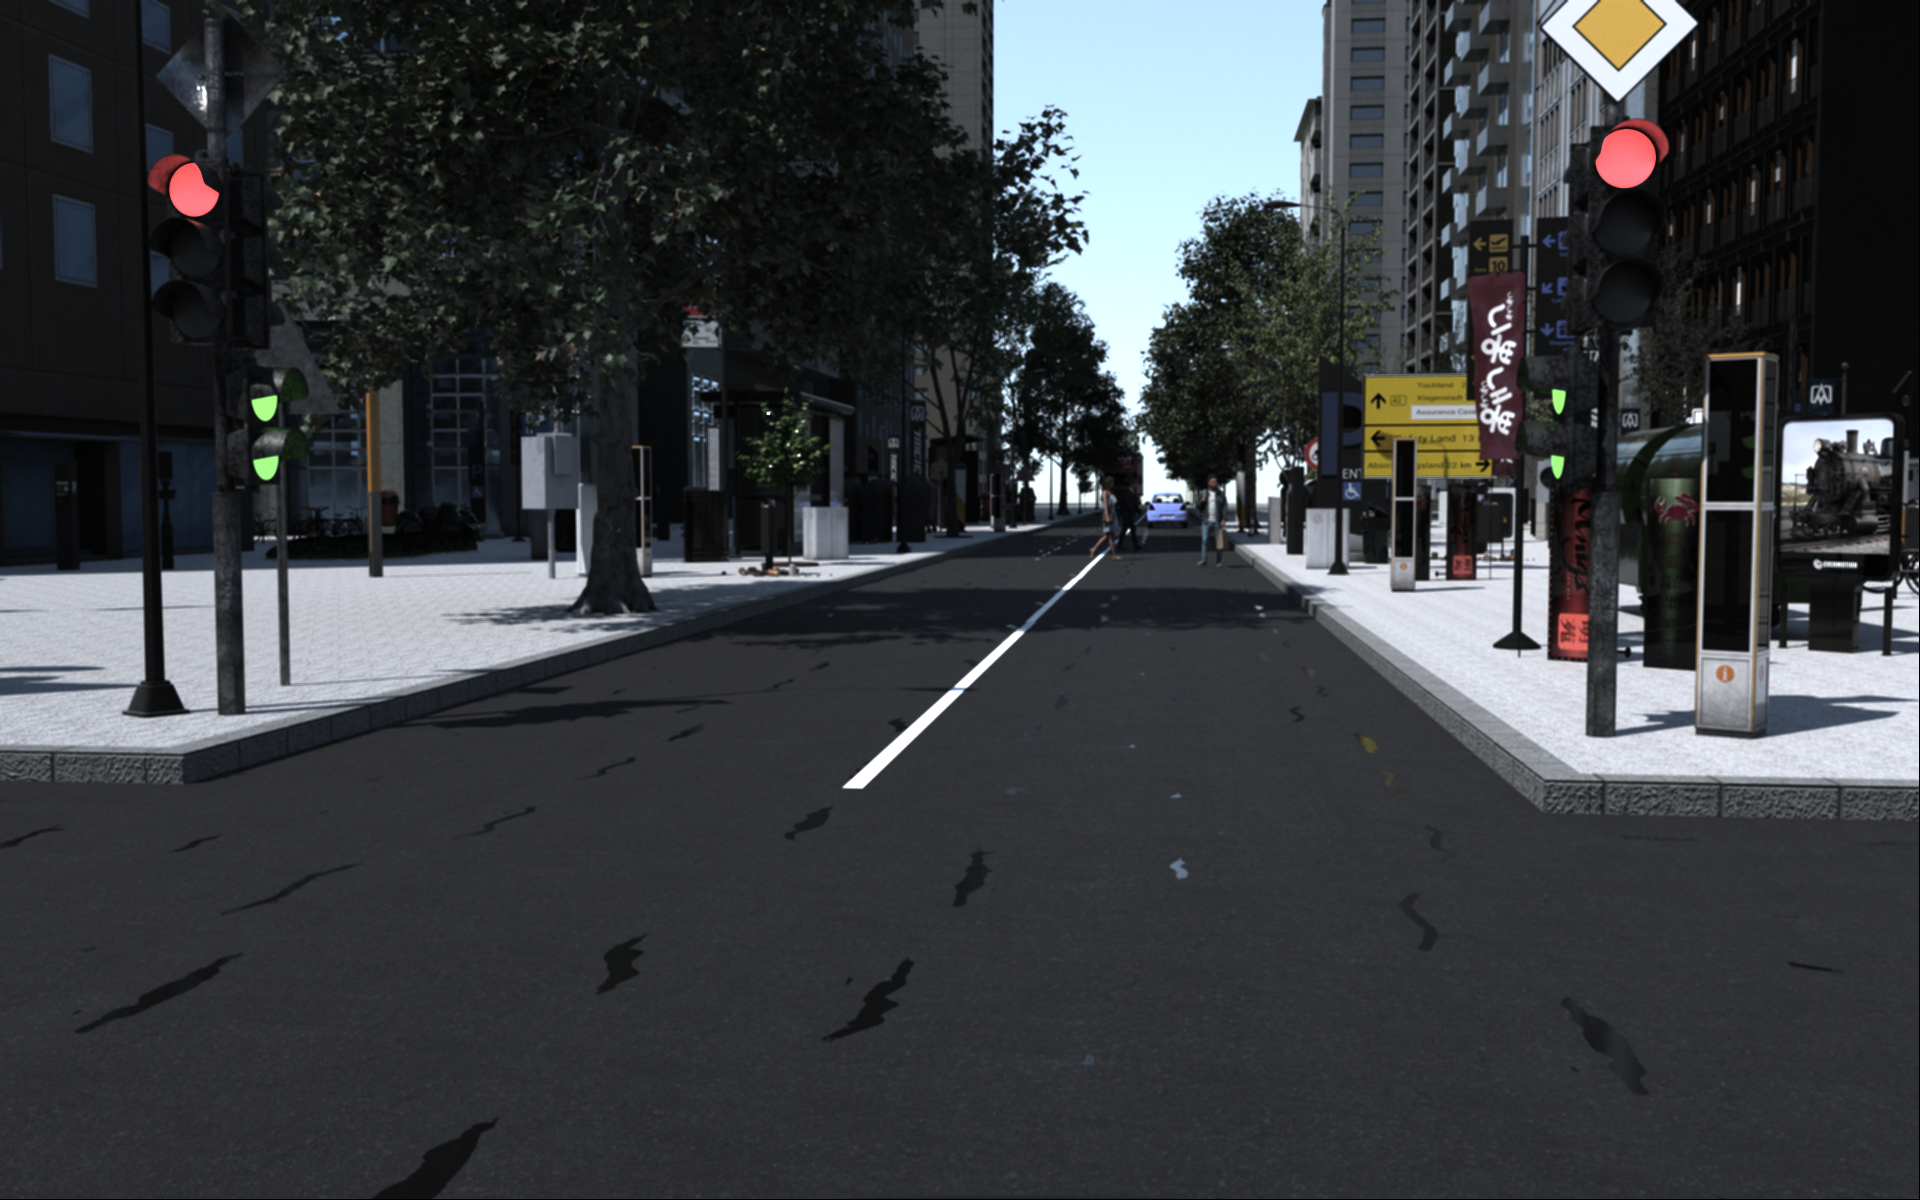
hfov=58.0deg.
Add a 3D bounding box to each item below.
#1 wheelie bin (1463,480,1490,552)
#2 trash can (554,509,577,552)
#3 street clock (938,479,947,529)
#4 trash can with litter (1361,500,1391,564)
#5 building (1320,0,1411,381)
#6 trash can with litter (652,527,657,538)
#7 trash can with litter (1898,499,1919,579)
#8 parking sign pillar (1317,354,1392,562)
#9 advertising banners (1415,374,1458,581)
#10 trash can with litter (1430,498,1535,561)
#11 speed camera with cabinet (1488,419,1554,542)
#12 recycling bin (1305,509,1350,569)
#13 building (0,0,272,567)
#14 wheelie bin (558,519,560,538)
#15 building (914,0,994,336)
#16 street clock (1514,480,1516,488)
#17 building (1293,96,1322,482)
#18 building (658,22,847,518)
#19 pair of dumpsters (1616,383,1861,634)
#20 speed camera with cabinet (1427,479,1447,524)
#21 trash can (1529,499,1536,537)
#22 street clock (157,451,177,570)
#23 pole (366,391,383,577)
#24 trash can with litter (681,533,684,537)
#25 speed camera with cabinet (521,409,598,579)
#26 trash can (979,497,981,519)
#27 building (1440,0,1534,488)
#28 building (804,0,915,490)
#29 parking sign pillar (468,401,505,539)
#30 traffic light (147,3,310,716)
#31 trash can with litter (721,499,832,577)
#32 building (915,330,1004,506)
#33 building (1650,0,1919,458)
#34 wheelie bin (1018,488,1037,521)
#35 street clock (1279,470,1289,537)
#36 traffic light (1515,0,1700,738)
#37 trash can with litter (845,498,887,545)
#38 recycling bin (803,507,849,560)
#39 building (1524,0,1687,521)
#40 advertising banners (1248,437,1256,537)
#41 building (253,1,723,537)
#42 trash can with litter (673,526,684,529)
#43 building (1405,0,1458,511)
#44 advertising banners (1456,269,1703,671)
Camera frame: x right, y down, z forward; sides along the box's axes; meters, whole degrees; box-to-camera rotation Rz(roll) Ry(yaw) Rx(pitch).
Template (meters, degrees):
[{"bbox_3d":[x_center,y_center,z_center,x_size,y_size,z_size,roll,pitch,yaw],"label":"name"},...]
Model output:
[{"bbox_3d":[11.382,-1.871,38.507,0.693,1.594,0.980,-1,4,-20],"label":"wheelie bin"},{"bbox_3d":[-8.722,-1.634,38.374,0.748,1.137,0.748,0,3,0],"label":"trash can"},{"bbox_3d":[-0.584,-3.620,63.756,0.358,2.002,0.471,2,4,34],"label":"street clock"},{"bbox_3d":[7.927,-1.259,31.968,1.055,1.170,0.624,1,4,14],"label":"trash can with litter"},{"bbox_3d":[51.587,-40.036,196.587,21.231,58.520,28.212,0,4,7],"label":"building"},{"bbox_3d":[-9.373,-2.433,51.166,1.055,1.170,0.624,-3,4,-36],"label":"trash can with litter"},{"bbox_3d":[14.798,-0.976,27.010,1.678,1.210,2.233,0,4,1],"label":"trash can with litter"},{"bbox_3d":[7.523,-2.737,33.228,1.447,3.967,1.447,1,4,12],"label":"parking sign pillar"},{"bbox_3d":[7.419,-1.802,25.649,2.074,3.025,0.090,-1,4,-14],"label":"advertising banners"},{"bbox_3d":[9.887,-1.377,33.569,2.233,1.210,1.678,2,4,29],"label":"trash can with litter"},{"bbox_3d":[14.968,-3.162,46.030,2.038,3.252,0.660,1,4,18],"label":"speed camera with cabinet"},{"bbox_3d":[6.330,-1.059,29.861,0.722,1.027,0.722,1,4,10],"label":"recycling bin"},{"bbox_3d":[-23.252,-23.351,31.901,14.600,45.320,14.200,0,4,7],"label":"building"},{"bbox_3d":[-10.878,-2.315,45.763,0.980,1.594,0.693,0,4,6],"label":"wheelie bin"},{"bbox_3d":[-4.127,-47.935,221.987,20.563,71.187,20.611,0,4,7],"label":"building"},{"bbox_3d":[26.198,-4.751,82.249,0.471,2.002,0.358,1,4,19],"label":"street clock"},{"bbox_3d":[58.455,-38.849,224.421,28.713,52.752,27.495,0,4,7],"label":"building"},{"bbox_3d":[-22.319,-31.293,100.873,28.713,52.752,27.495,0,4,7],"label":"building"},{"bbox_3d":[7.387,-0.888,17.012,1.574,2.255,4.437,0,4,7],"label":"pair of dumpsters"},{"bbox_3d":[20.636,-4.860,73.789,0.660,3.252,2.038,-1,4,-13],"label":"speed camera with cabinet"},{"bbox_3d":[17.514,-2.478,52.171,0.748,1.137,0.748,0,3,0],"label":"trash can"},{"bbox_3d":[-13.493,-1.521,29.444,0.358,2.002,0.471,-2,4,-24],"label":"street clock"},{"bbox_3d":[-9.035,-2.009,26.697,0.158,3.312,0.155,0,3,0],"label":"pole"},{"bbox_3d":[-7.485,-2.357,49.916,1.055,1.170,0.624,-3,5,-42],"label":"trash can with litter"},{"bbox_3d":[-5.852,-1.996,26.964,0.660,3.252,2.038,3,4,36],"label":"speed camera with cabinet"},{"bbox_3d":[0.719,-4.486,85.007,0.748,1.137,0.748,0,3,0],"label":"trash can"},{"bbox_3d":[41.779,-29.652,104.422,23.786,49.044,30.456,0,4,7],"label":"building"},{"bbox_3d":[-11.443,-29.719,136.009,14.600,45.320,14.200,0,4,7],"label":"building"},{"bbox_3d":[-13.881,-3.752,49.823,1.447,3.967,1.447,-1,4,-15],"label":"parking sign pillar"},{"bbox_3d":[-4.228,-1.288,9.972,0.839,4.253,0.868,0,4,7],"label":"traffic light"},{"bbox_3d":[-2.996,-1.022,27.771,1.678,1.210,2.233,-1,4,-12],"label":"trash can with litter"},{"bbox_3d":[-10.061,-21.669,199.327,27.650,21.520,28.899,0,4,7],"label":"building"},{"bbox_3d":[30.015,-13.678,53.311,12.332,23.373,15.834,0,4,7],"label":"building"},{"bbox_3d":[3.207,-4.650,83.938,0.980,1.594,0.693,-1,4,-23],"label":"wheelie bin"},{"bbox_3d":[9.691,-2.855,51.243,0.471,2.002,0.358,-1,4,-22],"label":"street clock"},{"bbox_3d":[3.381,-1.233,9.079,0.839,4.253,0.868,0,4,7],"label":"traffic light"},{"bbox_3d":[-2.665,-2.032,44.281,2.233,1.210,1.678,-3,4,-37],"label":"trash can with litter"},{"bbox_3d":[-2.628,-1.305,33.892,0.722,1.027,0.722,-2,4,-24],"label":"recycling bin"},{"bbox_3d":[31.706,-15.499,71.430,12.078,24.808,19.932,0,4,7],"label":"building"},{"bbox_3d":[8.911,-3.456,52.696,0.090,3.025,2.074,1,4,15],"label":"advertising banners"},{"bbox_3d":[-21.985,-46.061,65.762,22.319,86.520,31.000,0,4,7],"label":"building"},{"bbox_3d":[-9.735,-3.227,63.818,1.678,1.210,2.233,0,4,-6],"label":"trash can with litter"},{"bbox_3d":[43.237,-42.284,129.600,20.563,71.187,20.611,0,4,7],"label":"building"},{"bbox_3d":[4.743,-1.036,13.132,0.090,3.025,2.074,-3,5,-42],"label":"advertising banners"}]
